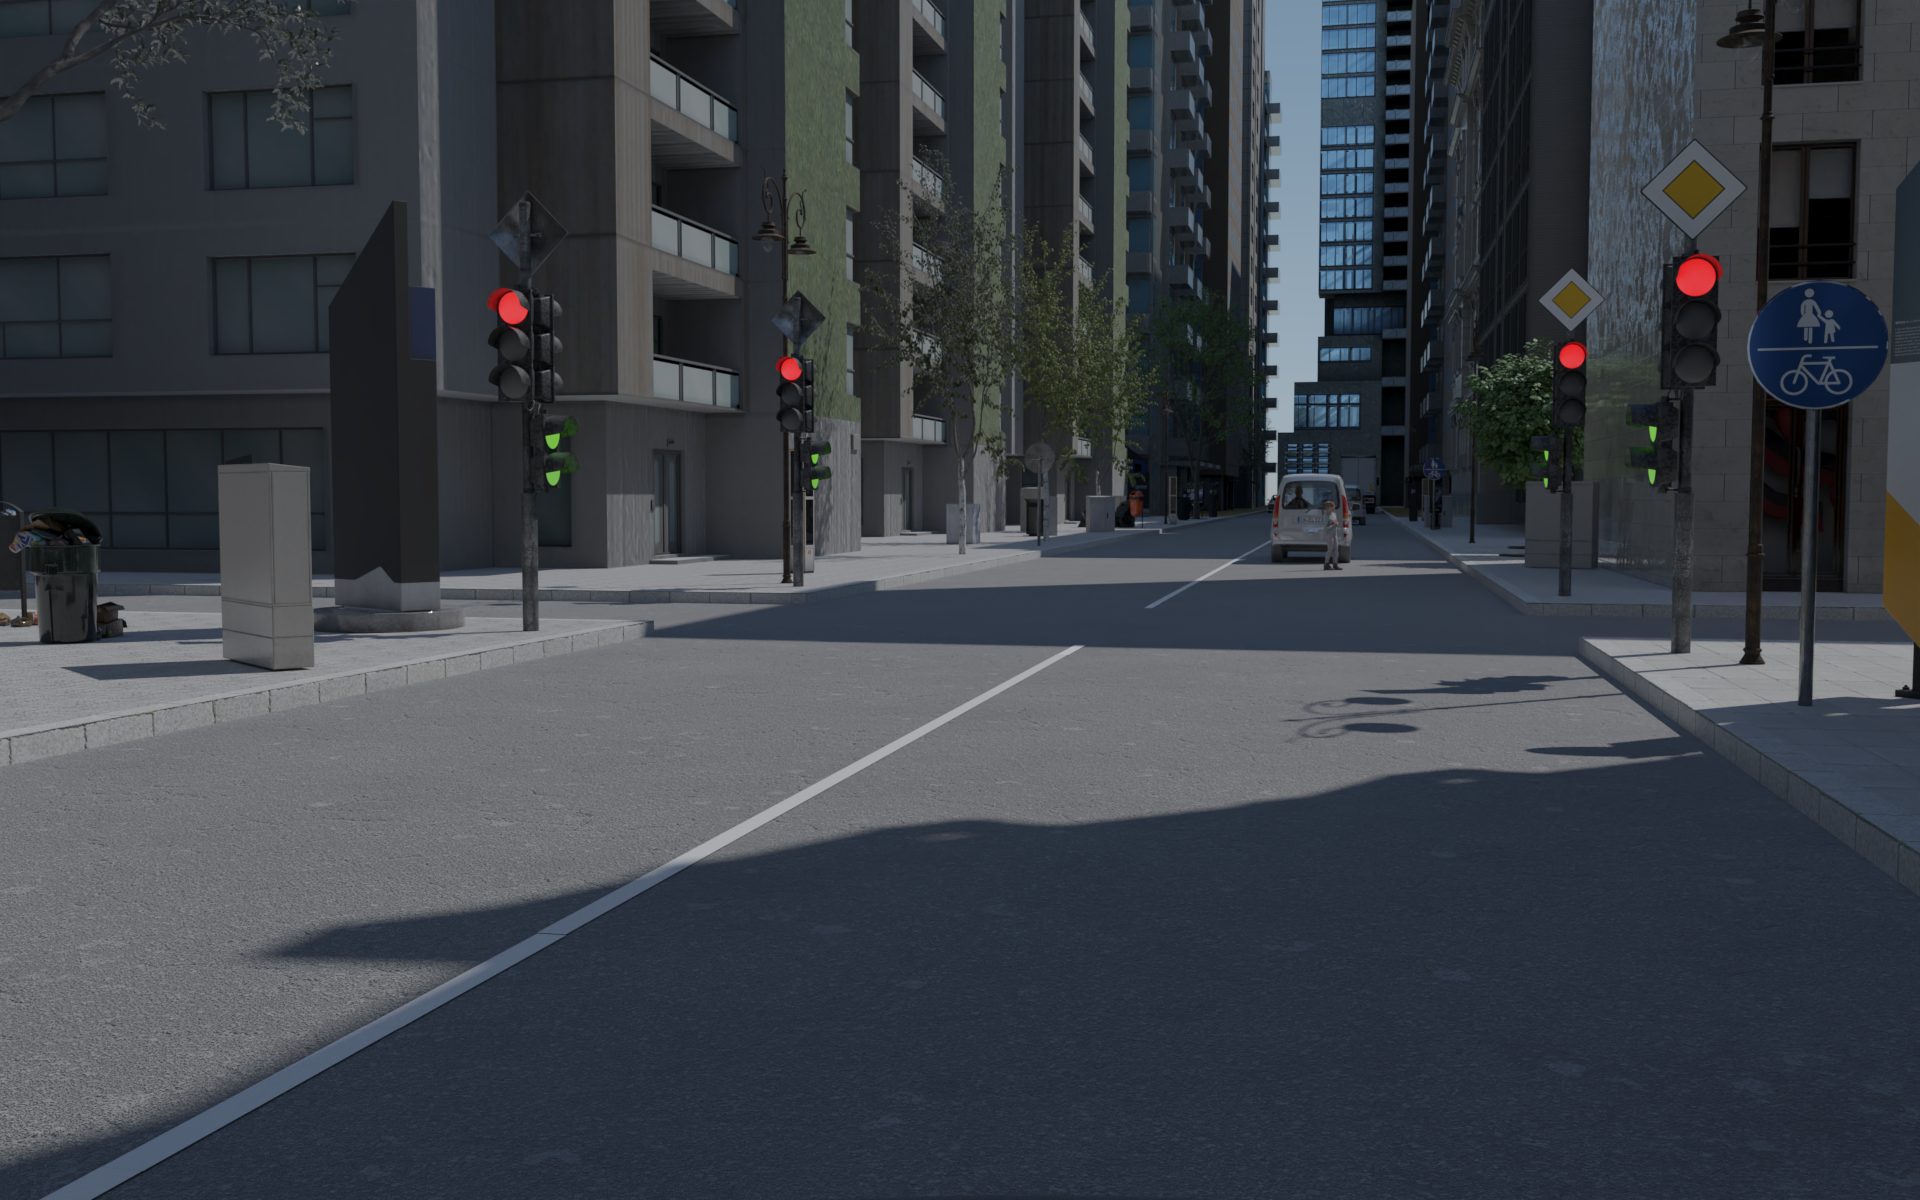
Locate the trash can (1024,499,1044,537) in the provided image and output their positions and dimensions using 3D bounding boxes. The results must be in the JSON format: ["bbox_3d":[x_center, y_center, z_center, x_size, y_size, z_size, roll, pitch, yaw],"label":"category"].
[{"bbox_3d":[2.308,-2.496,52.469,0.748,1.137,0.748,0,3,0],"label":"trash can"}]

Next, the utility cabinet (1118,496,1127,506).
[{"bbox_3d":[6.600,-3.684,71.389,0.306,1.237,1.020,-1,4,-10],"label":"utility cabinet"}]

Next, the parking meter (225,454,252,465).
[{"bbox_3d":[-10.598,-1.207,25.450,0.399,1.863,0.255,-2,4,-25],"label":"parking meter"}]

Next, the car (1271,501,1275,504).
[{"bbox_3d":[20.668,-5.914,109.062,2.083,1.381,4.827,1,4,11],"label":"car"}]

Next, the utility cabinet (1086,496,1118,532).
[{"bbox_3d":[4.751,-2.896,58.513,1.020,1.237,0.306,-2,4,-31],"label":"utility cabinet"}]

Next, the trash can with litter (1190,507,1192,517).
[{"bbox_3d":[12.890,-5.235,96.973,0.624,1.170,1.055,-1,4,-17],"label":"trash can with litter"}]

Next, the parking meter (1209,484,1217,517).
[{"bbox_3d":[13.945,-5.495,95.553,0.255,1.863,0.399,-2,4,-33],"label":"parking meter"}]

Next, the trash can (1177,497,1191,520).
[{"bbox_3d":[10.895,-4.444,84.319,0.748,1.137,0.748,0,3,0],"label":"trash can"}]

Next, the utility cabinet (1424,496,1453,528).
[{"bbox_3d":[18.366,-3.384,66.484,1.020,1.237,0.306,0,4,-2],"label":"utility cabinet"}]

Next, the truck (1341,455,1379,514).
[{"bbox_3d":[29.825,-8.591,129.374,2.839,4.237,11.283,1,4,14],"label":"truck"}]

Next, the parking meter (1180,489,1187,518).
[{"bbox_3d":[11.667,-5.016,90.423,0.372,1.533,0.369,0,3,0],"label":"parking meter"}]

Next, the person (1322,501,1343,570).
[{"bbox_3d":[7.007,-1.210,32.564,0.394,1.301,0.425,2,4,27],"label":"person"}]

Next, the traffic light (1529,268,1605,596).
[{"bbox_3d":[7.588,-2.003,21.672,0.839,4.253,0.868,1,4,13],"label":"traffic light"}]

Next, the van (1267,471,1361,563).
[{"bbox_3d":[7.640,-1.864,37.495,2.013,2.044,4.112,1,4,13],"label":"van"}]

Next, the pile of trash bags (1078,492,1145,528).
[{"bbox_3d":[5.986,-3.444,66.066,1.912,1.369,3.447,-2,4,-27],"label":"pile of trash bags"}]

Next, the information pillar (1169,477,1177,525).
[{"bbox_3d":[8.953,-4.182,72.873,0.304,2.012,0.304,0,4,-2],"label":"information pillar"}]

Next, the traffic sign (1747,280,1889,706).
[{"bbox_3d":[5.125,-0.631,10.425,0.768,2.556,0.104,1,4,18],"label":"traffic sign"}]

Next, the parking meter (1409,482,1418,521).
[{"bbox_3d":[21.277,-4.623,81.303,0.399,1.863,0.255,2,4,26],"label":"parking meter"}]

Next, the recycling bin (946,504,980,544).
[{"bbox_3d":[0.085,-1.963,44.642,0.722,1.027,0.722,1,4,17],"label":"recycling bin"}]

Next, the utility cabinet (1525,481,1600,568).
[{"bbox_3d":[10.383,-1.296,29.871,1.173,1.500,0.318,3,5,40],"label":"utility cabinet"}]

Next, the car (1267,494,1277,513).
[{"bbox_3d":[24.675,-7.423,133.375,2.014,1.417,4.499,1,4,13],"label":"car"}]

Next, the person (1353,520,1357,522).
[{"bbox_3d":[19.784,-4.840,87.726,0.635,1.810,0.391,2,4,26],"label":"person"}]

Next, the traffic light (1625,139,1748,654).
[{"bbox_3d":[5.807,-1.527,13.887,0.839,4.253,0.868,1,4,13],"label":"traffic light"}]

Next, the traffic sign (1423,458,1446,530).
[{"bbox_3d":[16.754,-3.737,61.200,0.768,2.556,0.104,1,4,19],"label":"traffic sign"}]

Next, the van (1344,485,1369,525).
[{"bbox_3d":[18.033,-4.506,80.687,2.013,2.044,4.112,1,4,12],"label":"van"}]

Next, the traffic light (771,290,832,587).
[{"bbox_3d":[-2.224,-2.139,23.892,0.839,4.253,0.868,1,4,13],"label":"traffic light"}]

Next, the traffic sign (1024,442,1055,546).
[{"bbox_3d":[1.949,-2.605,42.696,0.768,2.556,0.104,1,4,15],"label":"traffic sign"}]

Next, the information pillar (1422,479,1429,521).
[{"bbox_3d":[22.089,-4.755,82.235,0.304,2.012,0.304,1,4,12],"label":"information pillar"}]

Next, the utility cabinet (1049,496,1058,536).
[{"bbox_3d":[2.875,-2.604,53.730,0.306,1.237,1.020,0,4,1],"label":"utility cabinet"}]

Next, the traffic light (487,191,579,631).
[{"bbox_3d":[-4.005,-1.663,16.108,0.839,4.253,0.868,1,4,13],"label":"traffic light"}]

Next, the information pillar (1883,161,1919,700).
[{"bbox_3d":[6.042,-1.190,10.818,0.183,3.616,0.504,-1,4,-19],"label":"information pillar"}]

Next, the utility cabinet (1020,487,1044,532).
[{"bbox_3d":[2.395,-2.999,57.705,0.318,1.500,1.173,-2,4,-25],"label":"utility cabinet"}]

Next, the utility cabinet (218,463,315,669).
[{"bbox_3d":[-5.194,-0.263,12.971,0.318,1.500,1.173,-3,5,-40],"label":"utility cabinet"}]

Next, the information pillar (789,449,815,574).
[{"bbox_3d":[-2.561,-1.440,28.034,0.304,2.012,0.304,2,4,27],"label":"information pillar"}]
